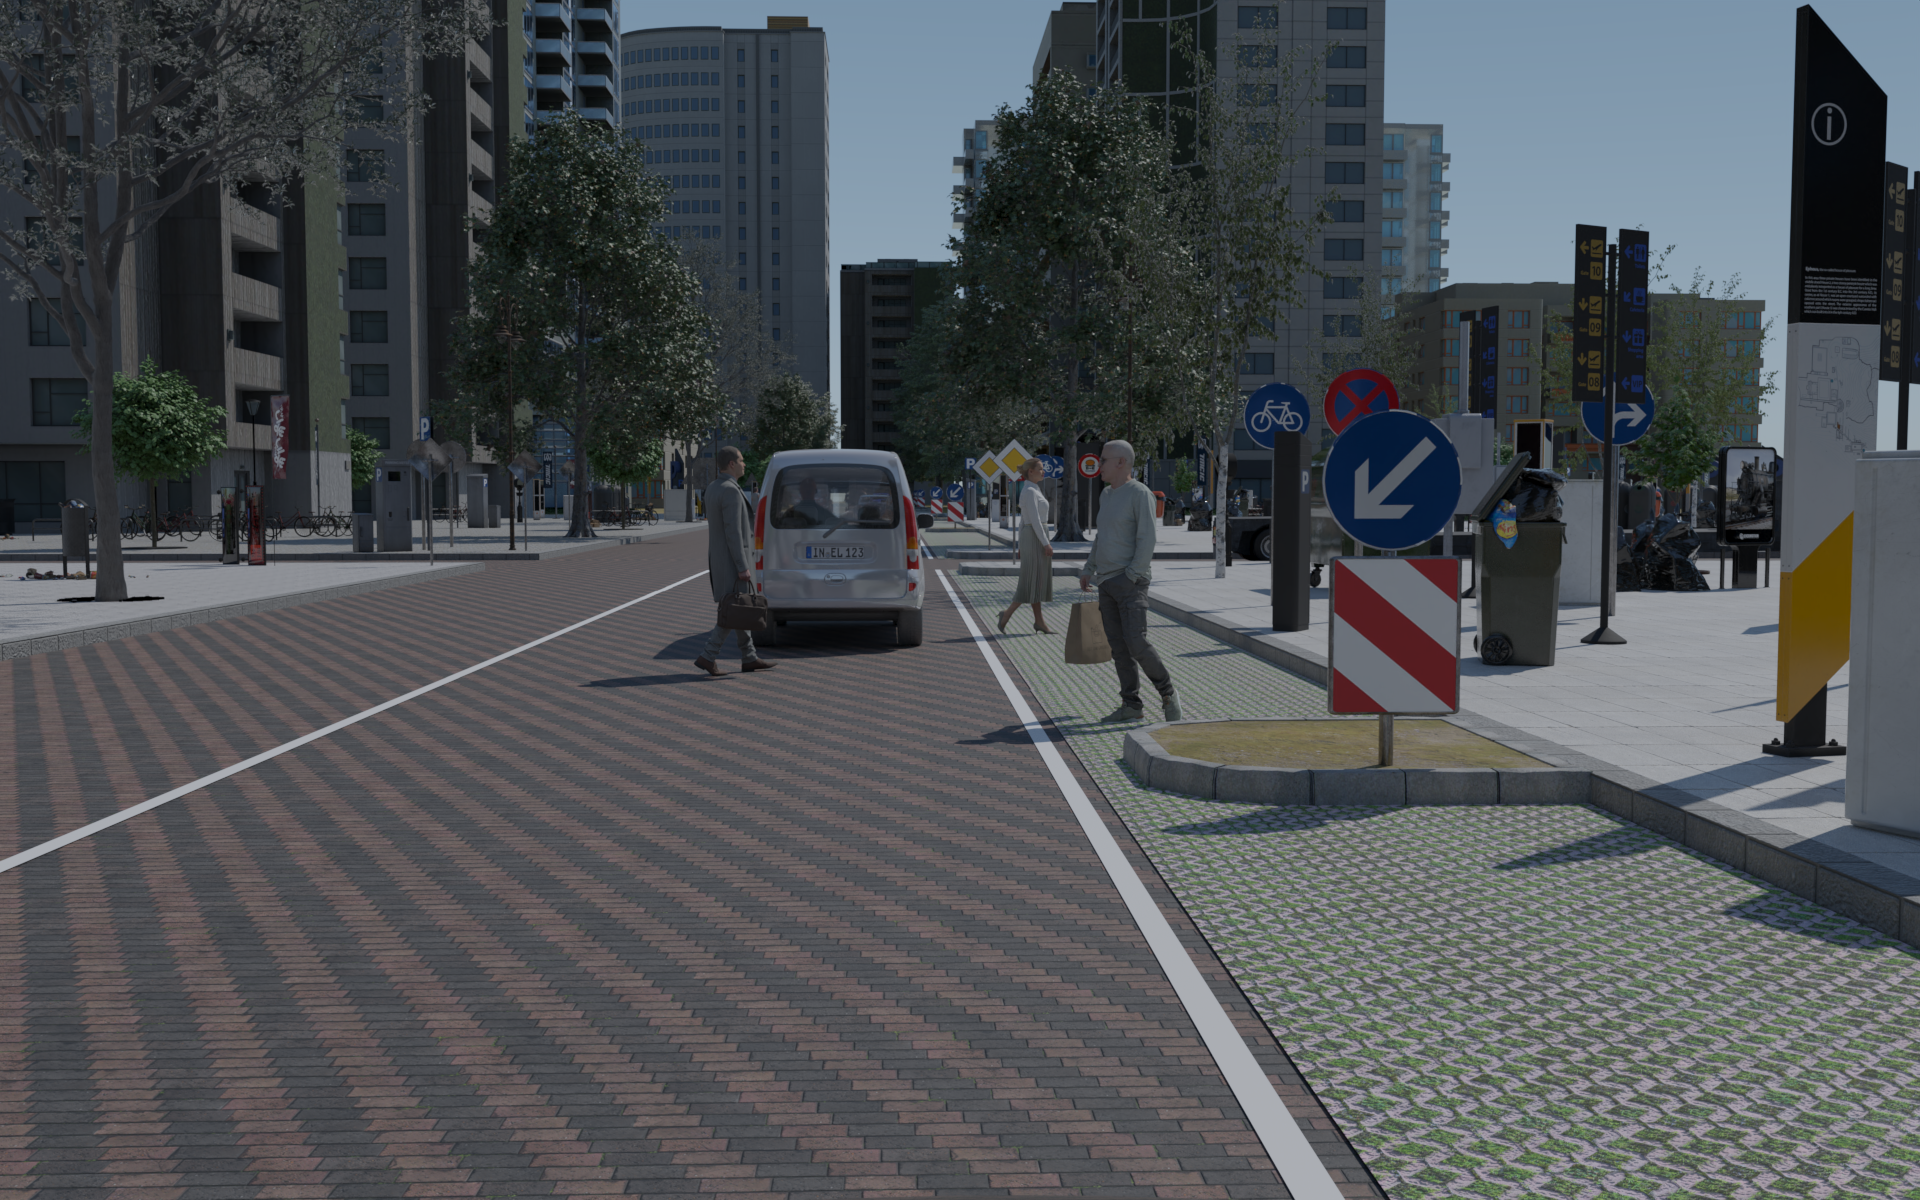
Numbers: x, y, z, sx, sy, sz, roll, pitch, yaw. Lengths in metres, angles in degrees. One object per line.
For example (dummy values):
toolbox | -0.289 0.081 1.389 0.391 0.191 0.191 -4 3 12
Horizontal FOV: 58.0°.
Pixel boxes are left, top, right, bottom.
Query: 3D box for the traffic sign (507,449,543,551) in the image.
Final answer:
traffic sign | -9.770 -2.159 38.937 0.795 2.450 0.064 0 4 -2

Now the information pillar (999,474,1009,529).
information pillar | 1.638 -3.656 64.270 0.304 2.012 0.304 1 4 12

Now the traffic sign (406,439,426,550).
traffic sign | -12.299 -2.420 39.669 0.768 2.556 0.104 0 4 1

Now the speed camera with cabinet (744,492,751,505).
speed camera with cabinet | -14.620 -7.295 113.606 0.660 3.252 2.038 3 5 40

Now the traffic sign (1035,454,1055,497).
traffic sign | 2.664 -3.383 55.424 0.768 2.556 0.104 0 4 2

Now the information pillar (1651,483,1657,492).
information pillar | 30.009 -4.321 75.145 0.304 2.012 0.304 -2 4 -26

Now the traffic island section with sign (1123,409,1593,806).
traffic island section with sign | 1.886 -0.015 8.867 1.989 1.847 2.006 0 4 -2

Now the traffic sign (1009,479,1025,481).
traffic sign | 2.202 -4.296 70.241 0.884 2.594 0.081 0 4 4

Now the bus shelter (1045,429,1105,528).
bus shelter | 4.361 -4.557 65.788 1.731 3.624 6.357 0 4 -2

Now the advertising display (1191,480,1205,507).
advertising display | 10.834 -4.501 78.805 0.123 1.923 0.974 -2 4 -24

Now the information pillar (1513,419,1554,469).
information pillar | 5.674 -0.777 17.192 0.304 2.012 0.304 2 4 35

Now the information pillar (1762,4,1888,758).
information pillar | 4.249 -1.046 8.464 0.504 3.616 0.183 -1 4 -14

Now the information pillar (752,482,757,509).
information pillar | -12.143 -5.984 102.322 0.304 2.012 0.304 -1 4 -13

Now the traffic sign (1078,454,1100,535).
traffic sign | 4.091 -3.325 54.476 0.768 2.556 0.104 0 4 7

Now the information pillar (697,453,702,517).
information pillar | -14.798 -6.537 98.236 0.183 3.616 0.504 -2 4 -24

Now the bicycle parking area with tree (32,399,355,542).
bicycle parking area with tree | -21.661 -3.859 50.101 9.016 4.147 8.231 1 4 21

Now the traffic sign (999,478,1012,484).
traffic sign | 2.588 -5.918 96.867 0.768 2.556 0.104 0 4 0

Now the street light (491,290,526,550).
street light | -10.226 -4.074 39.393 0.468 5.910 1.993 0 4 -2

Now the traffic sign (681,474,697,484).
traffic sign | -14.813 -5.791 94.686 0.884 2.594 0.081 0 4 7

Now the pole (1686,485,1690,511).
pole | 35.426 -5.529 84.250 0.158 3.312 0.155 0 3 0

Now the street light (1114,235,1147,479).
street light | 3.040 -3.561 31.002 0.468 5.910 1.993 0 4 -2

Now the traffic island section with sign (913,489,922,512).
traffic island section with sign | -1.378 -5.123 92.384 1.989 1.847 2.006 0 4 -2

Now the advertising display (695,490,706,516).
advertising display | -15.089 -5.837 100.653 0.123 1.923 0.974 -3 5 -44

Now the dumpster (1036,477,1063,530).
dumpster | 3.082 -3.389 61.173 1.264 1.857 1.865 0 4 -2

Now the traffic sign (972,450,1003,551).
traffic sign | 0.667 -2.182 39.324 0.795 2.450 0.064 0 4 -2

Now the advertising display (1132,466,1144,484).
advertising display | 3.953 -2.108 39.686 0.123 1.923 0.974 -1 4 -19

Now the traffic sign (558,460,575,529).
traffic sign | -13.138 -3.490 58.239 0.795 2.450 0.064 0 4 4

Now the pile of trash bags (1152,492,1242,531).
pile of trash bags | 8.222 -3.087 60.229 3.447 1.369 1.912 1 4 19

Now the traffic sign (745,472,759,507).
traffic sign | -12.459 -6.337 103.611 0.884 2.594 0.081 0 4 8

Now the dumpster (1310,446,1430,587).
dumpster | 5.399 -1.253 22.973 1.502 2.255 1.985 0 4 -2

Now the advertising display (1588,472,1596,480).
advertising display | 18.713 -2.821 51.341 0.123 1.923 0.974 2 4 25

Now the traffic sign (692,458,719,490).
traffic sign | -13.788 -6.286 96.646 2.265 3.308 0.079 0 4 1

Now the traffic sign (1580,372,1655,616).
traffic sign | 6.857 -1.104 18.154 0.768 2.556 0.104 0 4 1

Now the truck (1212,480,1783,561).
truck | 14.735 -2.799 35.525 18.799 4.110 2.967 0 4 0

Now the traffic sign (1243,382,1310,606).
traffic sign | 3.613 -1.207 19.844 0.768 2.556 0.104 0 4 -1

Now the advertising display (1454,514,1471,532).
advertising display | 15.951 -3.064 55.315 0.974 1.923 0.123 -2 4 -30

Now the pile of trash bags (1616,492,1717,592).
pile of trash bags | 9.149 -0.891 24.319 1.912 1.369 3.447 0 4 6

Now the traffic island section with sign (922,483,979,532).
traffic island section with sign | -0.307 -3.454 65.098 1.989 1.847 2.006 0 4 -2

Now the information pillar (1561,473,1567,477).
information pillar | 20.851 -3.400 60.084 0.304 2.012 0.304 3 4 37

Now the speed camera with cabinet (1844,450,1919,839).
speed camera with cabinet | 4.444 -0.759 6.753 2.038 3.252 0.660 -2 4 -24

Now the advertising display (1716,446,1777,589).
advertising display | 10.697 -1.122 23.565 0.974 1.923 0.123 -2 4 -25

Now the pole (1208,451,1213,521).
pole | 11.740 -5.336 81.094 0.158 3.312 0.155 0 3 0

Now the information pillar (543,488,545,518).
information pillar | -22.040 -5.290 90.986 0.304 2.012 0.304 3 4 38

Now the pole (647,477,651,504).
pole | -19.393 -6.984 108.024 0.158 3.312 0.155 0 3 0

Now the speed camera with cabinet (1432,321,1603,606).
speed camera with cabinet | 6.483 -1.577 20.113 2.038 3.252 0.660 0 4 2

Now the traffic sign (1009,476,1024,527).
traffic sign | 2.084 -4.154 67.925 0.884 2.594 0.081 0 4 1

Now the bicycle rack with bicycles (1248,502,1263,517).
bicycle rack with bicycles | 13.812 -4.074 79.999 2.925 0.926 2.852 -1 4 -18

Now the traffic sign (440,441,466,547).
traffic sign | -12.290 -2.550 41.798 0.768 2.556 0.104 0 4 6

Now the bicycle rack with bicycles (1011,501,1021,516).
bicycle rack with bicycles | 5.076 -5.906 109.937 2.852 0.926 2.925 1 4 14

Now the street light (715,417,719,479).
street light | -12.156 -6.949 86.407 0.468 5.910 1.993 0 4 -2

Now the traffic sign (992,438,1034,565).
traffic sign | 0.980 -1.694 31.345 0.795 2.450 0.064 0 4 -2

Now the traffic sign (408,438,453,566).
traffic sign | -9.457 -1.671 30.958 0.795 2.450 0.064 0 4 -2

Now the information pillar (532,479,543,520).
information pillar | -20.824 -4.932 85.135 0.304 2.012 0.304 -1 4 -22

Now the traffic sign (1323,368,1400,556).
traffic sign | 4.055 -1.069 17.578 0.768 2.556 0.104 0 4 4

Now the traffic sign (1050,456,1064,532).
traffic sign | 3.202 -3.541 57.998 0.768 2.556 0.104 0 4 7
